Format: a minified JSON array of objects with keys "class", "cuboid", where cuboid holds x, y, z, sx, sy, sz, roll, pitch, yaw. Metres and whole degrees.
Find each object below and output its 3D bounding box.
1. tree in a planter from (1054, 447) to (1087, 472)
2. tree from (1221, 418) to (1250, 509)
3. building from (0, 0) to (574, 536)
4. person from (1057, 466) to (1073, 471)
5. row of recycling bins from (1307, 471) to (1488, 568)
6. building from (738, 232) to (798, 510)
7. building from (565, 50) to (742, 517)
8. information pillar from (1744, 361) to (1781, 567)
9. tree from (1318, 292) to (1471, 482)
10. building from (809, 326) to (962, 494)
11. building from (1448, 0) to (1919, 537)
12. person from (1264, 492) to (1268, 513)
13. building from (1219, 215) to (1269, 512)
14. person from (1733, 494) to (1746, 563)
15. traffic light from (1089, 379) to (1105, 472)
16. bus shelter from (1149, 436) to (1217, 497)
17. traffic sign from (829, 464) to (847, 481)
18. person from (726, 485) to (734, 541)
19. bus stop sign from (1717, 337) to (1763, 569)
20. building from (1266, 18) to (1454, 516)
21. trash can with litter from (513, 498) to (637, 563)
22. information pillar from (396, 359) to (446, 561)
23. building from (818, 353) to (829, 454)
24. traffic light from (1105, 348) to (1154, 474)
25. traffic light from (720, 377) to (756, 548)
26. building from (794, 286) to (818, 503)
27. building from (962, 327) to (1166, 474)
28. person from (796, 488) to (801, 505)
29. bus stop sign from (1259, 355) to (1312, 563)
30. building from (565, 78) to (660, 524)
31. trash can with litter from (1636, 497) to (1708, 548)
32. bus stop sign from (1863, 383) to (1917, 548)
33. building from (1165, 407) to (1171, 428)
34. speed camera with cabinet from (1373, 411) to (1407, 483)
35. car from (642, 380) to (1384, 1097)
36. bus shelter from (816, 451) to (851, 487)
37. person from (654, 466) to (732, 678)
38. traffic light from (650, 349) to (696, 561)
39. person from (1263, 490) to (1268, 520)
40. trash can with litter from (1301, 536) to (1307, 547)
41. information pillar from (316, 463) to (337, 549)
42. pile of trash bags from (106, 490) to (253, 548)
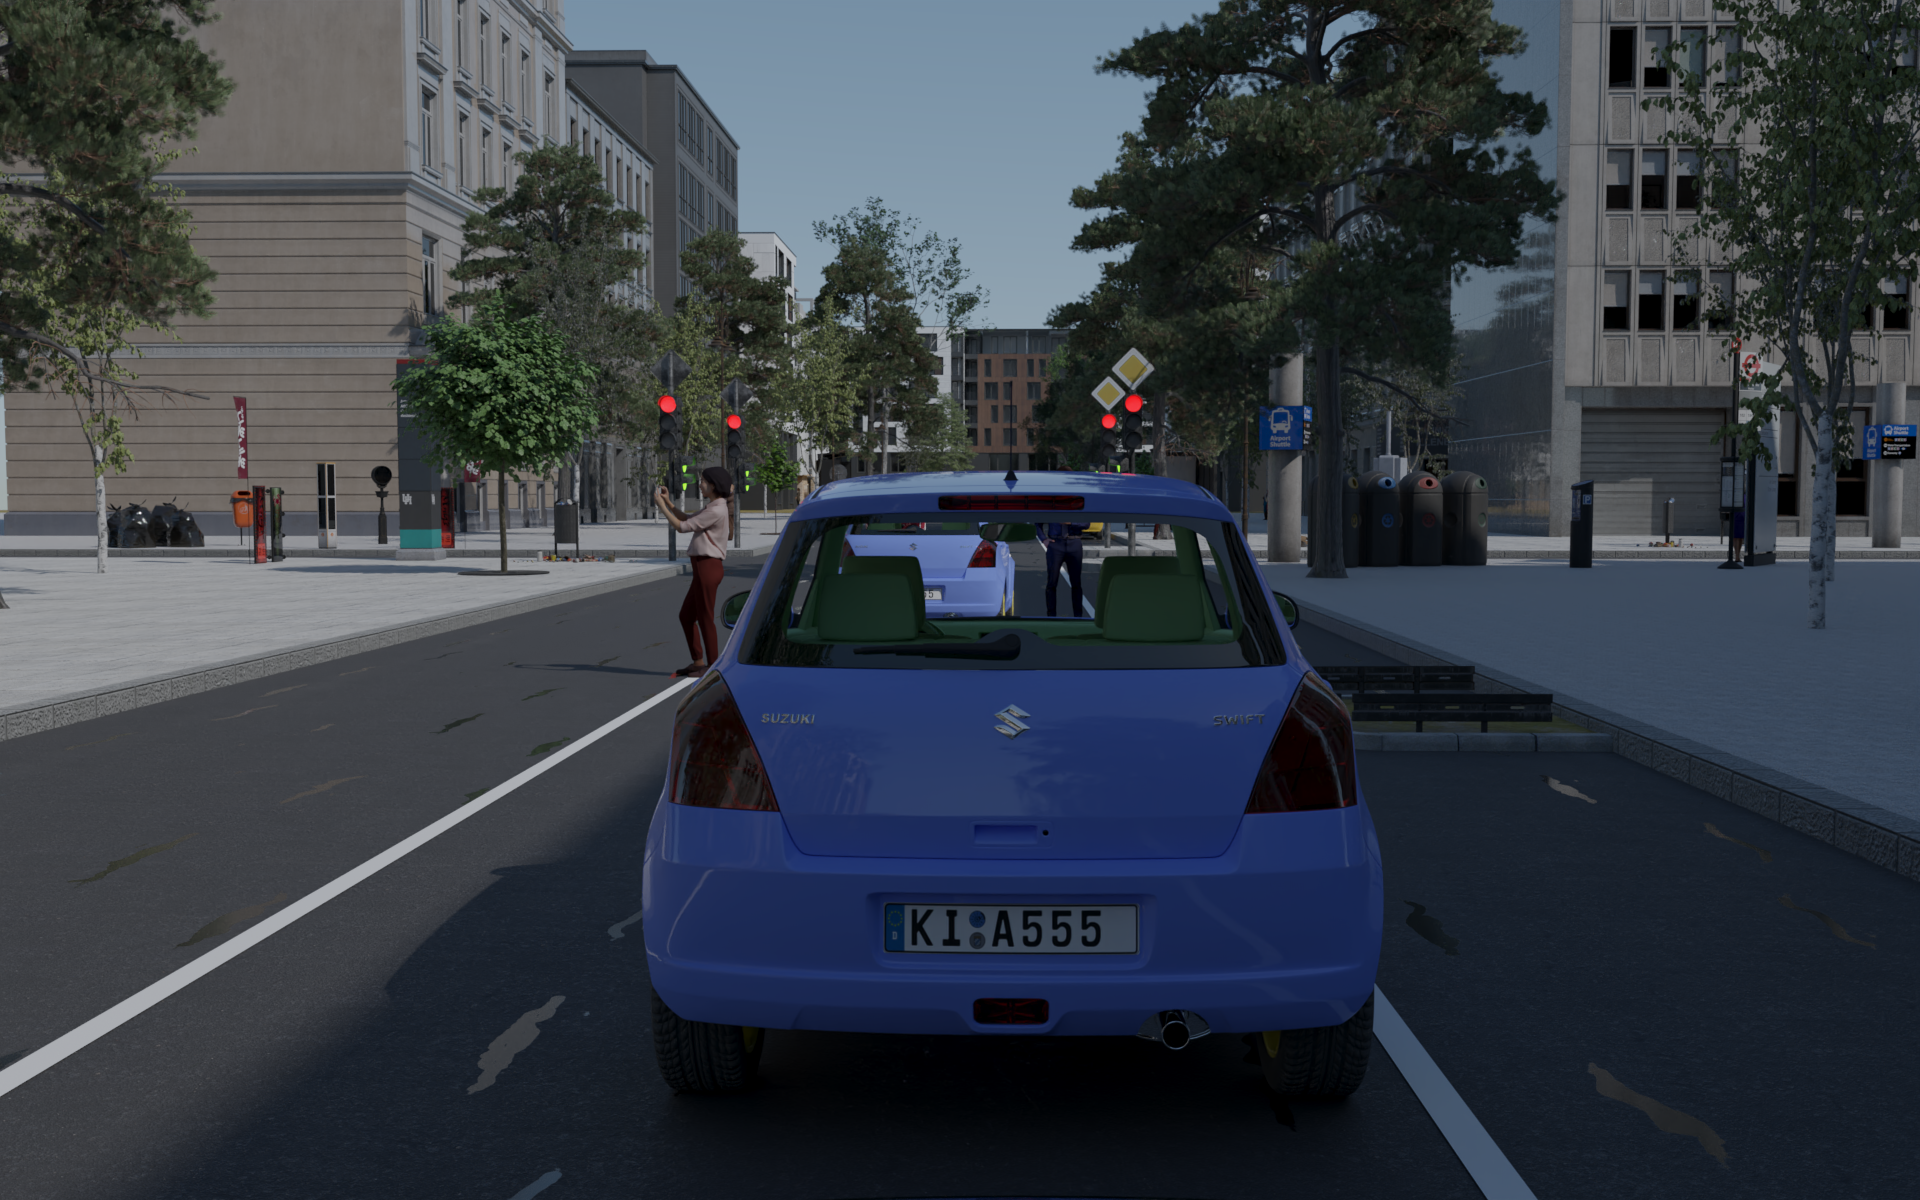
[{"class":"tree in a planter","cuboid":[4.196,-4.183,65.610,1.991,3.239,1.994,0,4,2]},{"class":"tree","cuboid":[15.806,-9.265,101.839,4.360,8.622,3.978,0,3,0]},{"class":"building","cuboid":[-22.604,-16.876,61.834,13.634,28.700,20.117,0,4,2]},{"class":"person","cuboid":[1.122,-0.584,18.753,0.576,1.737,0.504,0,4,-8]},{"class":"row of recycling bins","cuboid":[7.773,-1.451,30.834,3.534,1.692,1.069,-1,4,-20]},{"class":"building","cuboid":[-28.411,-17.702,133.401,27.936,21.610,32.646,0,4,2]},{"class":"building","cuboid":[-21.858,-18.962,103.542,14.314,27.812,24.014,0,4,2]},{"class":"information pillar","cuboid":[14.456,-2.439,31.188,0.184,3.620,1.656,3,4,37]},{"class":"tree","cuboid":[13.825,-6.292,53.231,4.360,8.622,3.978,0,3,0]},{"class":"building","cuboid":[-15.444,-23.297,224.884,32.646,21.610,27.936,0,4,2]},{"class":"building","cuboid":[27.620,-14.585,56.480,19.932,24.808,12.078,0,4,2]},{"class":"person","cuboid":[10.398,-3.055,57.696,0.593,1.614,0.444,0,4,0]},{"class":"building","cuboid":[33.739,-18.156,140.817,27.936,21.610,32.646,0,4,2]},{"class":"person","cuboid":[14.591,-1.466,32.379,0.453,1.535,0.546,0,3,0]},{"class":"traffic light","cuboid":[3.473,-3.159,40.895,0.839,4.213,0.868,0,4,2]},{"class":"bus shelter","cuboid":[7.647,-3.965,58.757,2.014,3.302,5.546,0,4,2]},{"class":"traffic sign","cuboid":[-5.216,-4.534,74.230,0.768,2.556,0.104,0,4,2]},{"class":"person","cuboid":[-6.360,-2.403,47.607,0.482,1.546,0.388,3,5,42]},{"class":"bus stop sign","cuboid":[13.418,-2.507,29.699,0.855,3.939,0.416,-2,4,-26]},{"class":"building","cuboid":[27.708,-19.366,93.050,17.030,29.872,44.131,0,4,2]},{"class":"trash can with litter","cuboid":[-7.184,-1.326,32.736,2.233,1.210,1.678,2,4,24]},{"class":"information pillar","cuboid":[-10.477,-2.702,33.564,0.750,3.857,0.750,0,3,0]},{"class":"building","cuboid":[-19.237,-19.410,173.773,11.380,20.091,16.016,0,4,2]},{"class":"traffic light","cuboid":[3.254,-2.671,32.913,0.839,4.213,0.868,0,4,2]},{"class":"traffic light","cuboid":[-5.286,-3.173,41.118,0.839,4.213,0.868,0,4,2]},{"class":"building","cuboid":[-21.647,-18.285,155.374,16.016,20.091,11.380,0,4,2]},{"class":"building","cuboid":[17.197,-23.258,224.241,32.646,21.610,27.936,0,4,2]},{"class":"person","cuboid":[-11.958,-7.383,127.475,0.721,1.735,1.217,0,4,5]},{"class":"bus stop sign","cuboid":[6.112,-2.664,32.566,0.837,3.901,0.837,1,4,22]},{"class":"building","cuboid":[-20.745,-14.216,81.586,9.793,20.994,18.267,0,4,2]},{"class":"trash can with litter","cuboid":[17.423,-1.909,42.266,1.678,1.210,2.233,2,4,27]},{"class":"bus stop sign","cuboid":[22.124,-3.195,41.258,0.837,3.901,0.837,0,4,0]},{"class":"building","cuboid":[28.848,-19.492,175.107,16.016,20.091,11.380,0,4,2]},{"class":"speed camera with cabinet","cuboid":[10.940,-2.873,41.312,2.038,3.252,0.660,2,4,31]},{"class":"car","cuboid":[0.153,0.254,5.438,1.945,1.707,3.694,0,4,1]},{"class":"bus shelter","cuboid":[-6.840,-6.446,96.682,1.731,3.624,6.357,0,4,2]},{"class":"person","cuboid":[-2.074,-0.216,13.492,0.566,1.644,0.517,2,4,35]},{"class":"traffic light","cuboid":[-5.504,-2.684,33.136,0.839,4.213,0.868,0,4,2]},{"class":"person","cuboid":[15.112,-4.701,85.173,0.388,1.546,0.482,-1,4,-20]},{"class":"trash can with litter","cuboid":[8.032,-1.883,42.174,1.055,1.170,0.624,2,4,32]},{"class":"information pillar","cuboid":[-14.814,-2.203,40.516,0.304,2.012,0.304,2,4,25]},{"class":"pile of trash bags","cuboid":[-18.955,-1.984,42.185,3.447,1.369,1.912,-2,4,-34]}]
